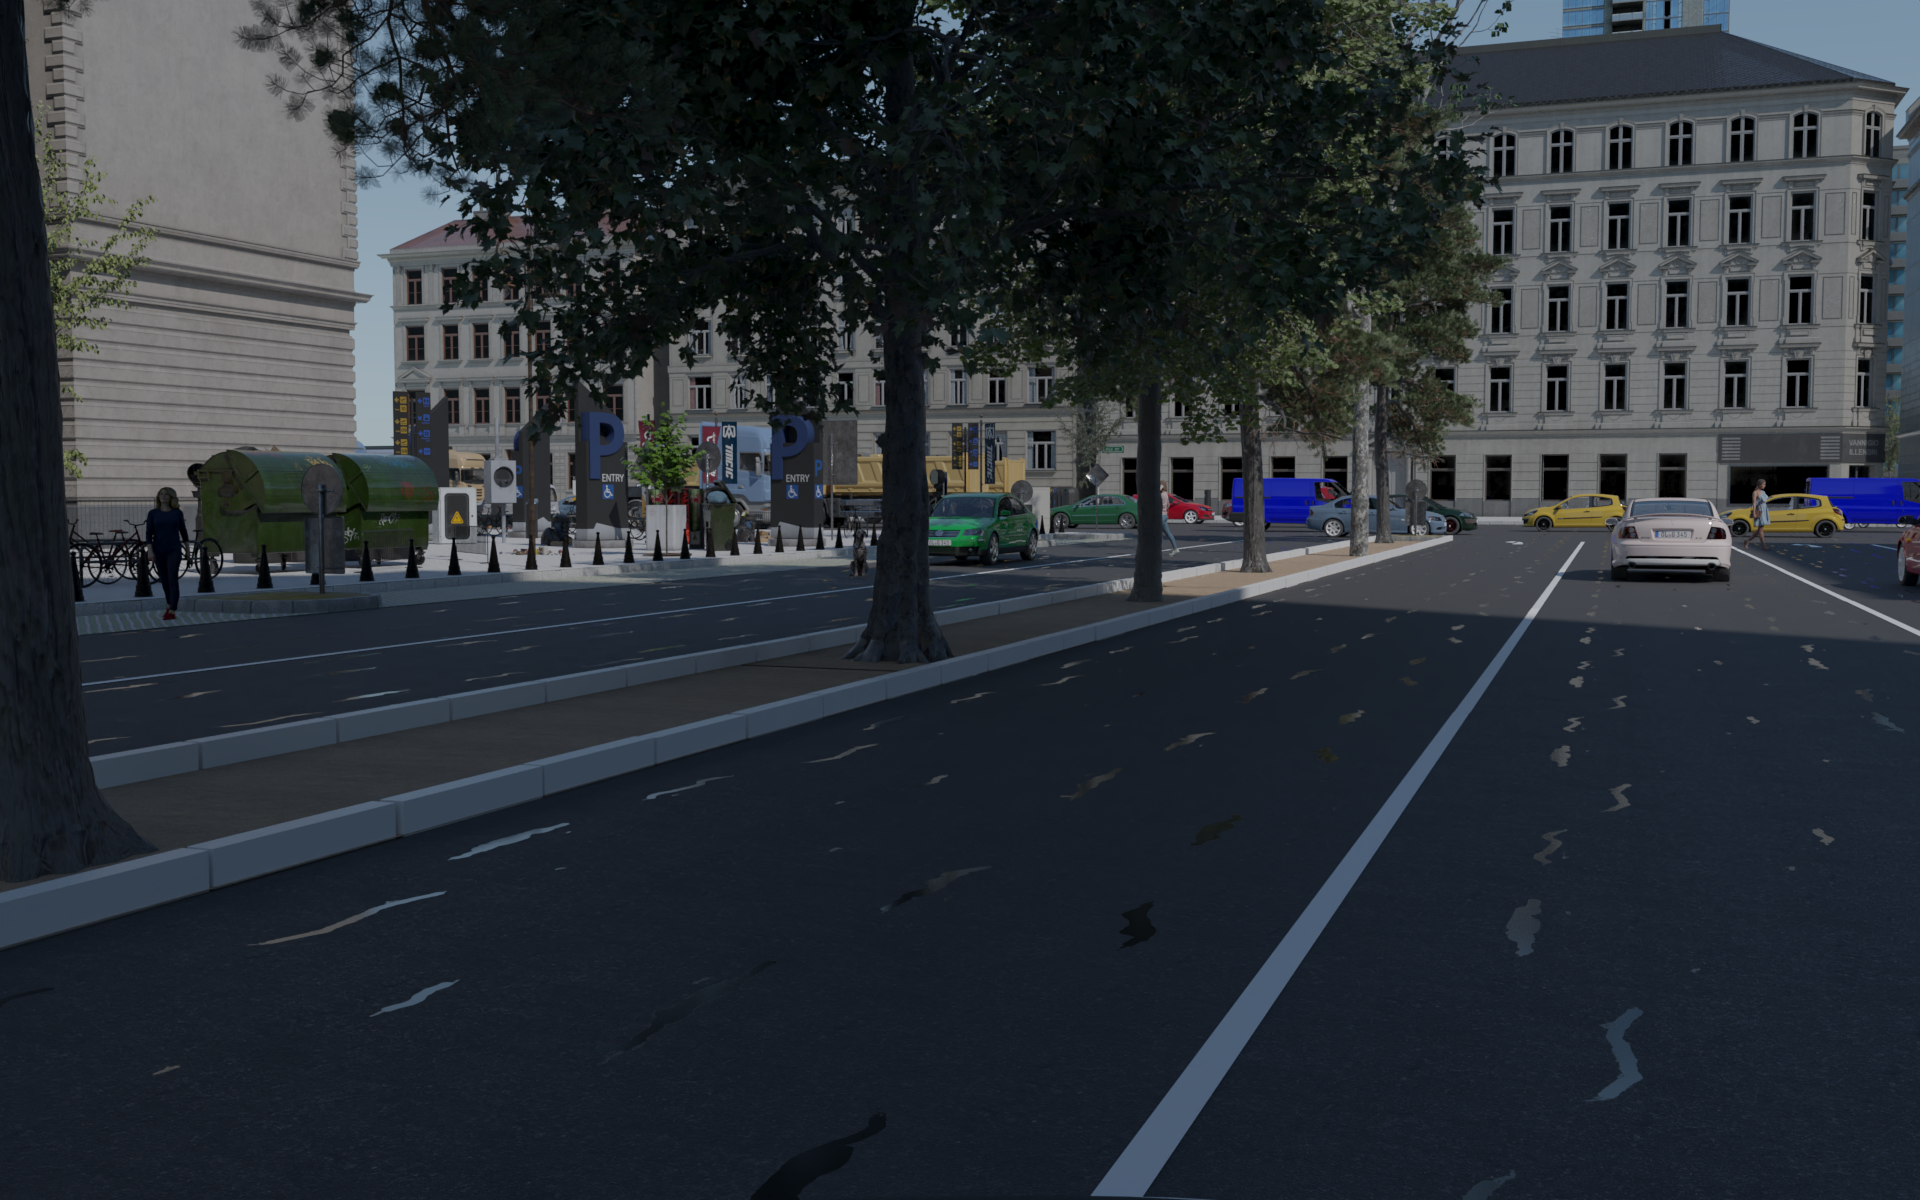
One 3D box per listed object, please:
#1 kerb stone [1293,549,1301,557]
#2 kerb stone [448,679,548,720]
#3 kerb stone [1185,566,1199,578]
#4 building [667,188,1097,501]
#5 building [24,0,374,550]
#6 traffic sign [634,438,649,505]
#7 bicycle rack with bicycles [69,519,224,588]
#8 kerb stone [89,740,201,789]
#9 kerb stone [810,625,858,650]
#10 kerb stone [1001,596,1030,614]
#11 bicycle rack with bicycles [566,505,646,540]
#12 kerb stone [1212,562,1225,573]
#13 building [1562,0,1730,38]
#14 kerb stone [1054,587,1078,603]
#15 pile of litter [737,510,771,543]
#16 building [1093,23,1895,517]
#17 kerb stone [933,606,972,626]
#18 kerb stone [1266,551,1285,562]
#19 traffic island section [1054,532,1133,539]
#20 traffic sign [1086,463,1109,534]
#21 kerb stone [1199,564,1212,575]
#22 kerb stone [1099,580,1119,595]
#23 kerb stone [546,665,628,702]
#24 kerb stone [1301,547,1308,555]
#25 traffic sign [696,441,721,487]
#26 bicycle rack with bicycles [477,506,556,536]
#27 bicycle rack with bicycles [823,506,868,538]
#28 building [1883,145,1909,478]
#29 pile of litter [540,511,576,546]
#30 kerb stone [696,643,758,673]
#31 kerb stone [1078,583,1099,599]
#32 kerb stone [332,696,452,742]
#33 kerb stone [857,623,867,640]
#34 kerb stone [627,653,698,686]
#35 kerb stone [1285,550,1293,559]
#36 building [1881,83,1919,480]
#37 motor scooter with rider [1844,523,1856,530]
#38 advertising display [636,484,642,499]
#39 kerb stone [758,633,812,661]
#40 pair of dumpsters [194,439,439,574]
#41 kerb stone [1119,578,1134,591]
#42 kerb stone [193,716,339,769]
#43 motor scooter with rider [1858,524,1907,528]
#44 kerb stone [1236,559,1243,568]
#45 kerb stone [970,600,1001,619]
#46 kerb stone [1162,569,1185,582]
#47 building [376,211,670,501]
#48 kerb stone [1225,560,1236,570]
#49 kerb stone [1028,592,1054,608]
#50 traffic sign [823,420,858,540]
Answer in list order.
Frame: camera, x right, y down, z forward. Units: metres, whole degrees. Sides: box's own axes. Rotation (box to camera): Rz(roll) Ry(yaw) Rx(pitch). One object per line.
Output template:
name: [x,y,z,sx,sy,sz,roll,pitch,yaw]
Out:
kerb stone: [7.538,-1.043,39.301,0.120,0.150,1.000,1,4,21]
kerb stone: [-3.067,0.662,11.376,0.120,0.150,1.000,1,4,21]
kerb stone: [3.878,-0.458,29.687,0.120,0.150,1.000,1,4,21]
building: [-3.636,-17.397,117.730,30.059,22.955,16.112,1,4,21]
building: [-27.179,-13.328,46.795,19.941,23.489,11.050,1,4,21]
traffic sign: [-7.267,-2.460,40.218,0.884,2.594,0.081,1,4,23]
bicycle rack with bicycles: [-12.093,-0.718,25.119,2.852,0.926,2.925,3,4,37]
kerb stone: [-4.161,0.839,8.485,0.120,0.150,1.000,1,4,21]
kerb stone: [-1.235,0.368,16.196,0.120,0.150,1.000,1,4,21]
kerb stone: [0.597,0.072,21.022,0.120,0.150,1.000,1,4,21]
bicycle rack with bicycles: [-9.208,-2.164,48.763,2.925,0.926,2.852,1,4,17]
kerb stone: [4.621,-0.576,31.609,0.120,0.150,1.000,1,4,21]
building: [98.946,-57.329,250.004,31.000,86.520,22.319,1,4,21]
kerb stone: [1.322,-0.040,22.946,0.120,0.150,1.000,1,4,21]
pile of litter: [-5.449,-1.995,46.591,1.176,0.858,1.719,1,4,17]
building: [31.111,-20.055,104.308,44.131,29.872,17.030,1,4,21]
kerb stone: [-0.131,0.190,19.092,0.120,0.150,1.000,1,4,21]
kerb stone: [6.804,-0.929,37.383,0.120,0.150,1.000,1,4,21]
traffic island section: [4.424,-2.082,56.316,2.009,0.180,2.903,1,4,21]
traffic sign: [4.449,-3.217,56.246,0.795,2.450,0.064,1,4,21]
kerb stone: [4.253,-0.513,30.650,0.120,0.150,1.000,1,4,21]
kerb stone: [2.056,-0.163,24.865,0.120,0.150,1.000,1,4,21]
kerb stone: [-2.700,0.603,12.336,0.120,0.150,1.000,1,4,21]
kerb stone: [7.892,-1.105,40.265,0.120,0.150,1.000,1,4,21]
traffic sign: [-6.072,-2.541,41.643,0.768,2.556,0.104,2,4,29]
bicycle rack with bicycles: [-14.360,-2.437,53.226,2.925,0.926,2.852,0,4,6]
bicycle rack with bicycles: [-3.823,-2.271,50.506,2.852,0.926,2.925,0,4,4]
building: [128.328,-37.998,240.875,30.456,49.044,23.786,1,4,21]
pile of litter: [-9.795,-1.803,43.443,1.719,0.858,1.176,-3,5,-41]
kerb stone: [-1.969,0.487,14.268,0.120,0.150,1.000,1,4,21]
kerb stone: [1.690,-0.103,23.906,0.120,0.150,1.000,1,4,21]
kerb stone: [-3.433,0.721,10.408,0.120,0.150,1.000,1,4,21]
kerb stone: [-0.874,0.309,17.157,0.120,0.150,1.000,1,4,21]
kerb stone: [-2.336,0.544,13.299,0.120,0.150,1.000,1,4,21]
kerb stone: [7.170,-0.988,38.342,0.120,0.150,1.000,1,4,21]
building: [73.106,-19.023,87.442,44.131,29.872,17.030,1,4,21]
motor scooter with rider: [34.919,-3.696,69.400,1.986,1.779,0.876,1,4,20]
advertising display: [-19.548,-6.232,107.099,0.974,1.923,0.123,-1,4,-23]
kerb stone: [-1.600,0.430,15.234,0.120,0.150,1.000,1,4,21]
pair of dumpsters: [-10.846,-1.647,29.427,1.574,2.255,4.437,1,4,21]
kerb stone: [2.412,-0.222,25.831,0.120,0.150,1.000,1,4,21]
kerb stone: [-3.795,0.780,9.445,0.120,0.150,1.000,1,4,21]
motor scooter with rider: [39.031,-3.925,73.143,1.986,1.779,0.876,1,4,22]
kerb stone: [5.350,-0.693,33.534,0.120,0.150,1.000,1,4,21]
kerb stone: [0.222,0.131,20.059,0.120,0.150,1.000,1,4,21]
kerb stone: [3.513,-0.397,28.713,0.120,0.150,1.000,1,4,21]
building: [-29.082,-17.593,123.801,21.152,22.565,11.583,1,4,21]
kerb stone: [4.978,-0.635,32.577,0.120,0.150,1.000,1,4,21]
kerb stone: [0.953,0.013,21.986,0.120,0.150,1.000,1,4,21]
traffic sign: [-3.835,-3.319,48.142,2.265,3.308,0.079,2,4,28]
